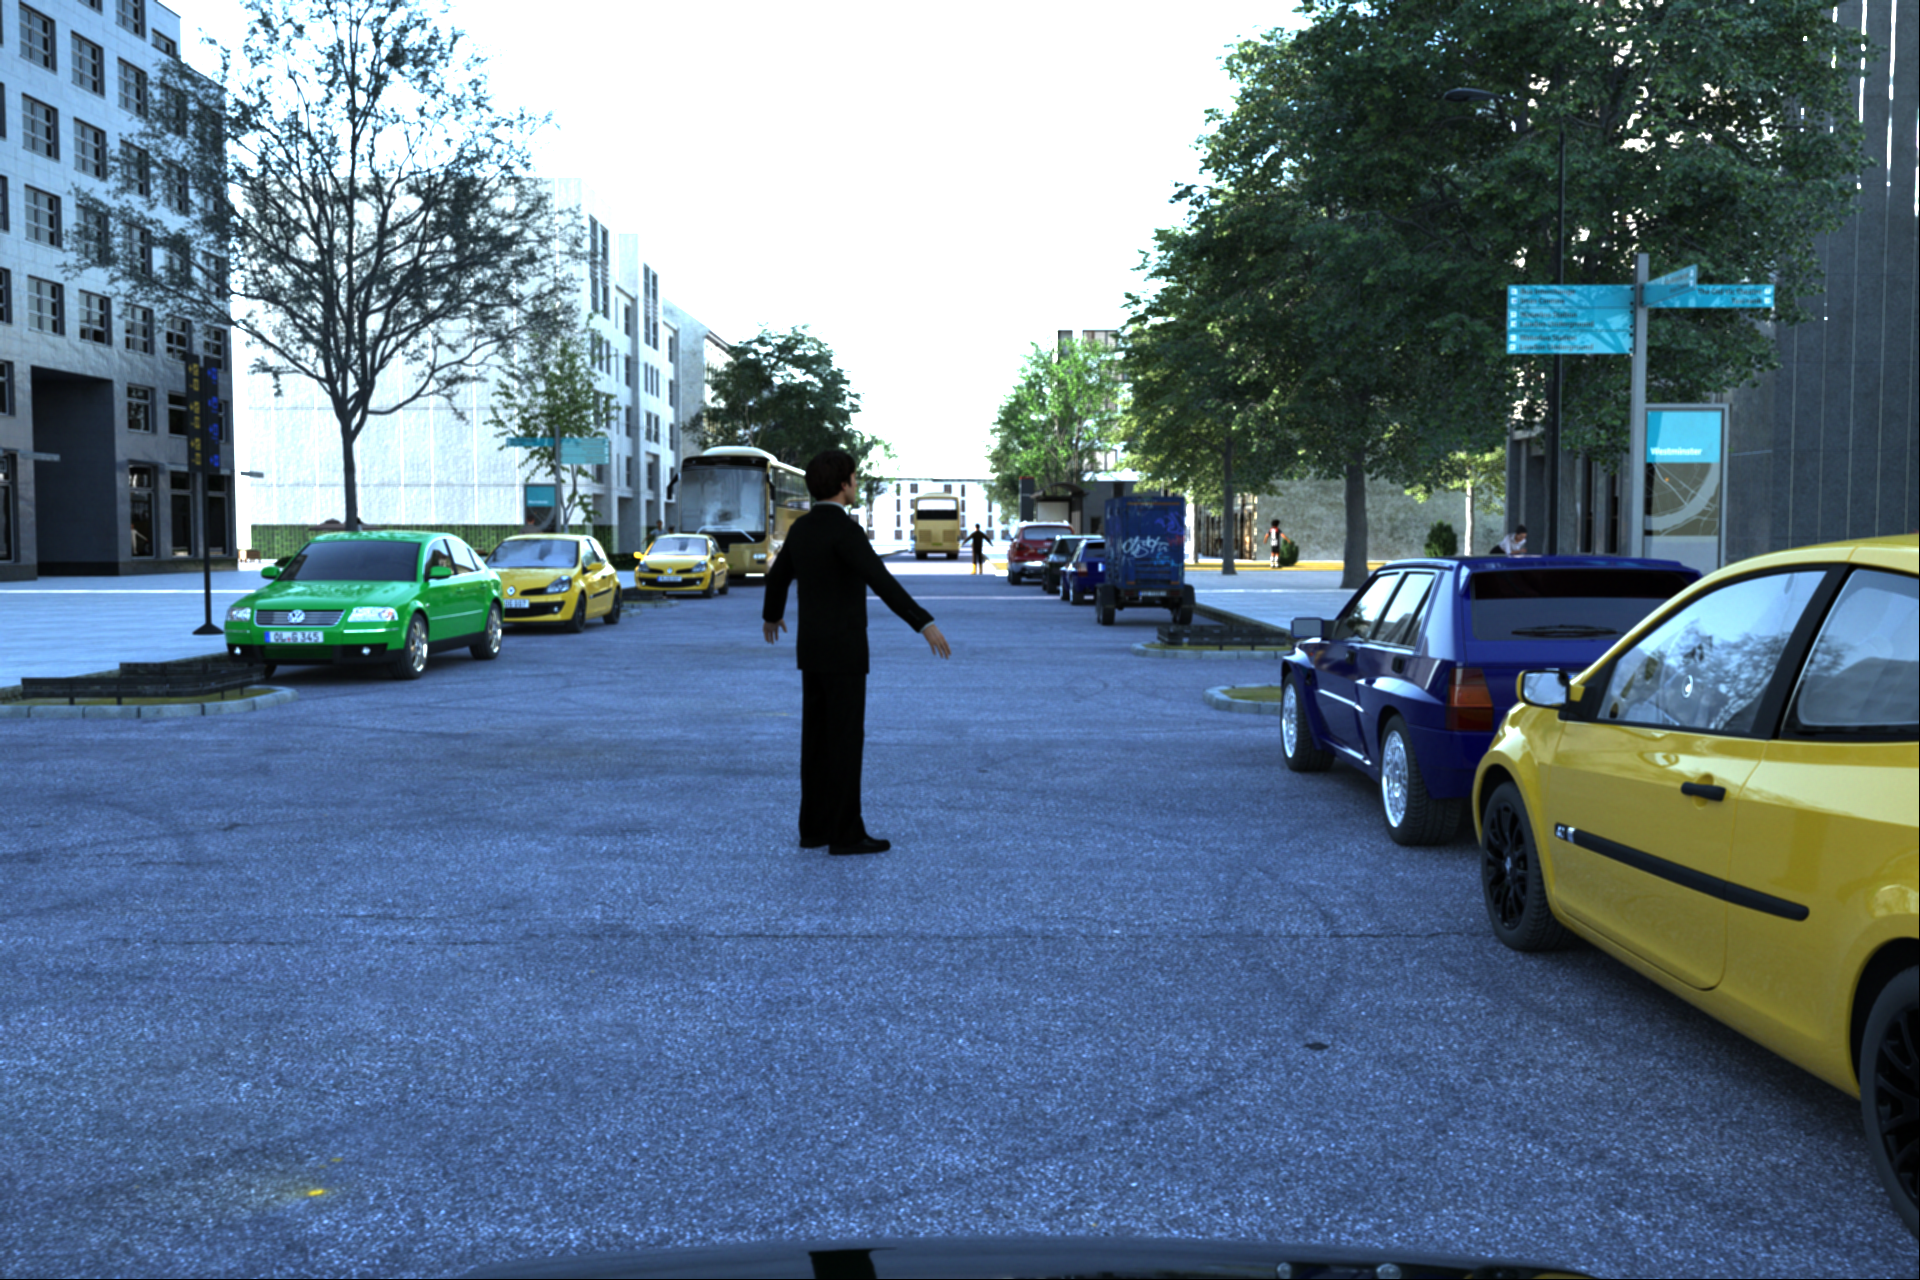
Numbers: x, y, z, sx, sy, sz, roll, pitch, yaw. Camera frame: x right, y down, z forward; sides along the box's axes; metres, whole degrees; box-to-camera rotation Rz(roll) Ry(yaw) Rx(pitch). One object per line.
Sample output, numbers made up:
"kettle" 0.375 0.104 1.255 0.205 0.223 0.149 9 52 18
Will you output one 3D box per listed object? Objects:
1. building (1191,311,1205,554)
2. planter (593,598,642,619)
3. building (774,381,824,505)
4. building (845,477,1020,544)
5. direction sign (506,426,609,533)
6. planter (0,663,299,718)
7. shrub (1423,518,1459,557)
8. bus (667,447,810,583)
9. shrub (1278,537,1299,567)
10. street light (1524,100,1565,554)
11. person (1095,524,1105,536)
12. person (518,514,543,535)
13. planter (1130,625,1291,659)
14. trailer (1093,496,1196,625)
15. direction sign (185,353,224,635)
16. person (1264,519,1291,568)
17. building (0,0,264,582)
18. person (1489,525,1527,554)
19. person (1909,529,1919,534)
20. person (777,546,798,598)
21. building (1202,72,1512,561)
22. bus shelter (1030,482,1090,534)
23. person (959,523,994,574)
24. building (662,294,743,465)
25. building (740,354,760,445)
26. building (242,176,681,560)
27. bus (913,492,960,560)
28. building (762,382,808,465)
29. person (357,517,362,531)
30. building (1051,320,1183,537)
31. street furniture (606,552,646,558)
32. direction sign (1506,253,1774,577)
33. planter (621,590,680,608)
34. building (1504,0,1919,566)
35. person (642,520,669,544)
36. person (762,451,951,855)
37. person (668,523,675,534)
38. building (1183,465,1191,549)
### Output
"building" 25.091 -17.006 108.972 19.493 23.208 18.063 0 4 0
"planter" -6.644 -0.556 30.236 1.991 0.319 1.994 0 4 1
"building" -27.251 -23.786 219.823 19.493 23.208 18.063 0 4 0
"building" -4.552 -18.954 254.507 28.070 9.664 9.099 0 4 -8
"direction sign" -9.907 -3.336 43.312 2.525 3.948 1.411 0 4 0
"planter" -6.705 0.408 14.472 1.991 0.319 1.994 0 4 1
"shrub" 21.987 -4.571 79.153 1.690 2.028 1.600 0 3 0
"bus" -6.348 -3.719 52.346 2.896 3.916 12.252 0 4 0
"shrub" 12.806 -3.468 67.819 1.383 1.207 1.383 0 3 0
"street light" 6.828 -2.794 18.221 1.470 5.913 1.316 0 4 0
"person" 7.636 -5.362 93.803 0.705 1.813 1.348 -3 5 -41
"person" -10.354 -2.151 41.749 0.617 1.759 0.750 -1 4 -12
"planter" 3.074 0.019 20.823 1.991 0.319 1.994 0 4 0
"trailer" 2.905 -1.295 28.217 1.471 1.999 3.904 0 4 -1
"direction sign" -9.639 -1.842 22.115 0.379 3.537 0.876 0 3 0
"person" 11.835 -3.587 64.784 0.704 1.843 1.345 -2 4 -35
"building" -30.331 -14.128 49.406 11.959 24.771 22.079 0 3 0
"person" 9.197 -1.207 28.974 0.799 1.438 0.628 3 5 39
"person" 13.489 -1.105 23.972 0.599 1.838 0.709 0 4 -2
"person" -3.462 -1.876 38.906 1.354 1.856 0.705 0 4 4
"building" 23.171 -15.846 90.004 19.493 23.208 18.063 0 4 0
"bus shelter" 3.949 -4.625 69.543 2.014 3.302 5.546 0 4 -1
"person" 0.612 -3.272 62.097 1.346 1.812 0.704 -1 4 -21
"building" -27.952 -18.708 136.800 19.493 23.208 18.063 0 4 1
"building" -26.839 -19.671 178.033 16.016 20.090 11.380 0 4 0
"building" -27.183 -14.390 101.737 16.747 18.905 31.486 0 4 0
"bus" -1.346 -6.658 100.412 2.896 3.916 12.252 0 4 -1
"building" -27.815 -22.676 201.688 19.493 23.208 18.063 0 4 0
"person" -18.807 -2.929 53.970 0.704 1.819 1.344 -2 4 -25
"building" 23.300 -20.667 181.885 27.936 21.610 32.646 0 4 0
"street furniture" -15.487 -3.500 72.848 5.734 0.657 10.072 1 4 10
"direction sign" 6.484 -1.669 16.053 2.525 3.948 1.411 0 4 1
"planter" -6.645 -0.812 34.410 1.991 0.319 1.994 0 3 0
"building" 25.241 -14.266 50.506 12.078 24.872 19.932 0 4 0
"person" -9.867 -3.073 57.012 1.217 1.739 0.721 -1 4 -14
"person" -0.550 0.048 7.856 0.705 1.806 1.347 -3 5 -40
"person" -15.048 -5.186 90.557 0.705 1.858 1.354 0 4 2
"building" 23.915 -11.992 138.217 9.099 9.664 28.070 0 4 0
